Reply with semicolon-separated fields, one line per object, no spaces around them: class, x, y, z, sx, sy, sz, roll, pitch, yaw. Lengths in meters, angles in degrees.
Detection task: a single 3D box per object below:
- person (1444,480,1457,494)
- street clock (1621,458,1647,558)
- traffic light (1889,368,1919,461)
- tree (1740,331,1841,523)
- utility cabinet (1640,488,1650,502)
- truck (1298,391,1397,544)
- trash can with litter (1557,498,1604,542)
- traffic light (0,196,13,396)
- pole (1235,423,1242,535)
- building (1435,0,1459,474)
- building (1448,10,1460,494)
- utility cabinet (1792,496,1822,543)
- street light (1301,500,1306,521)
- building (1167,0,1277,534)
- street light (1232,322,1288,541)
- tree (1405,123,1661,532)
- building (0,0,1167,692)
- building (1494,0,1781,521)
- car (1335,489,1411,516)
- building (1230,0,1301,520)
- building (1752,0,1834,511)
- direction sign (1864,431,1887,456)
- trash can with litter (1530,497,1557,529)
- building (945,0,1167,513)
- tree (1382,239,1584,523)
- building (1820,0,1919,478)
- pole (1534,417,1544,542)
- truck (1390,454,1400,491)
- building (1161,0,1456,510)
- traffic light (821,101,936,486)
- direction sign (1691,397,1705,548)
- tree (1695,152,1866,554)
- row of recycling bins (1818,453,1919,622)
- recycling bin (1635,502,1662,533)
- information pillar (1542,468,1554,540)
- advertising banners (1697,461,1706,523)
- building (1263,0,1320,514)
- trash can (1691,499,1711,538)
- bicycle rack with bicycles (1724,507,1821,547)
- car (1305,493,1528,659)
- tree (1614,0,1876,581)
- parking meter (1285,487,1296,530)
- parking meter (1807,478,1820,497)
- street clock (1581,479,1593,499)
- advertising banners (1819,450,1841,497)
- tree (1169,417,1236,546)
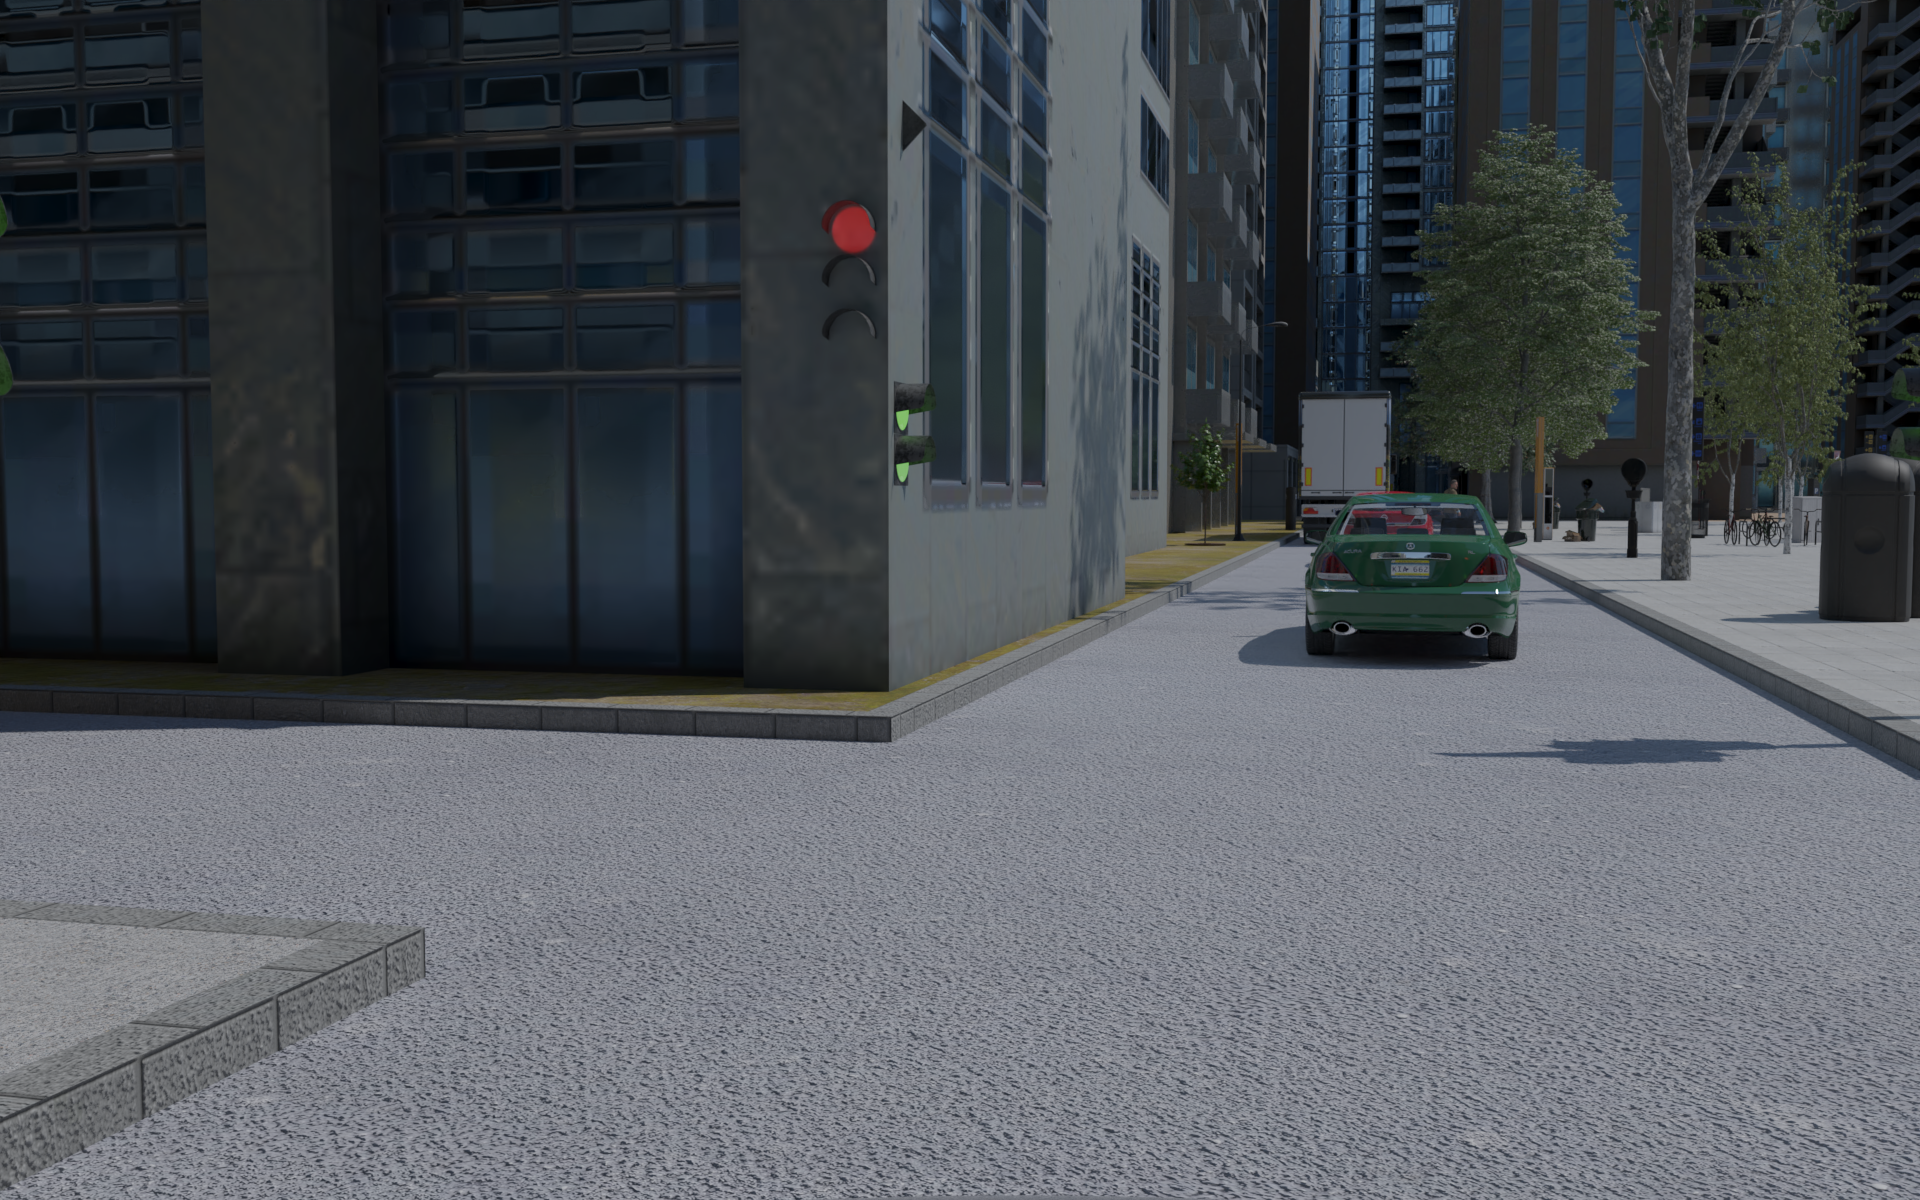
person;13.994;-2.504;49.346;0.656;1.842;0.836;3;4;38
street clock;13.523;-1.848;34.784;0.471;2.002;0.358;2;4;29
traffic light;5.822;-1.282;9.885;0.839;4.253;0.868;1;4;14
tree;36.847;-7.770;77.399;4.360;8.622;3.978;0;3;0
utility cabinet;24.383;-3.239;61.634;0.318;1.500;1.173;1;4;20
truck;11.824;-3.901;52.690;2.839;4.237;11.283;1;4;14
trash can with litter;16.739;-2.152;46.566;1.055;1.170;0.624;-2;4;-31
traffic light;-2.507;-0.903;3.685;0.839;4.253;0.868;1;4;14
pole;8.036;-3.433;49.979;0.158;3.312;0.155;0;3;0
building;50.859;-31.727;138.349;23.786;49.044;30.456;1;4;14
building;36.770;-20.327;104.050;14.160;30.474;14.107;1;4;14
utility cabinet;22.304;-2.100;45.492;1.020;1.237;0.306;-2;4;-30
street light;16.706;-6.635;81.020;1.470;5.913;1.316;1;4;14
building;-0.380;-27.268;65.437;23.786;49.044;30.456;1;4;14
street light;8.147;-4.555;47.018;1.470;5.913;1.316;1;4;14
tree;17.685;-8.289;53.659;7.486;12.596;7.792;0;3;0
building;-7.609;-43.645;26.262;22.319;86.520;31.000;1;4;14
building;33.303;-26.898;89.899;14.600;45.320;14.200;1;4;14
car;8.752;-1.617;35.470;2.155;1.783;4.494;1;4;15
building;8.703;-40.225;95.933;20.563;71.187;20.611;1;4;14
building;81.966;-33.432;166.227;30.456;49.044;23.786;1;4;14
direction sign;33.111;-4.325;62.712;0.876;3.537;0.379;0;4;-8
trash can with litter;21.323;-3.163;63.104;1.055;1.170;0.624;1;4;23
building;16.689;-51.179;149.441;31.000;86.520;22.319;1;4;14
tree;22.962;-9.687;75.391;9.611;12.733;9.660;0;3;0
building;79.250;-29.929;139.455;14.200;45.320;14.600;1;4;14
pole;15.358;-3.186;45.941;0.158;3.312;0.155;0;3;0
truck;30.738;-8.439;126.891;2.839;4.237;11.283;1;4;15
building;37.777;-52.751;175.152;31.000;86.520;22.319;1;4;14
traffic light;-0.603;-1.377;11.440;0.839;4.253;0.868;1;4;14
direction sign;17.074;-2.985;40.799;0.379;3.537;0.876;-3;4;-38
tree;17.510;-5.279;36.678;4.737;8.622;4.395;0;3;0
row of recycling bins;10.229;-0.701;18.581;1.069;1.692;3.534;3;5;45
recycling bin;22.806;-2.748;57.482;0.722;1.027;0.722;-3;5;-43
information pillar;16.300;-2.674;48.205;0.304;2.012;0.304;-1;4;-12
advertising banners;27.125;-4.112;63.427;0.090;3.025;2.074;1;4;16
building;15.993;-28.301;112.826;14.600;45.320;14.200;1;4;14
trash can;21.388;-2.361;50.260;0.748;1.137;0.748;0;3;0
bicycle rack with bicycles;20.275;-1.810;42.982;2.852;0.926;2.925;1;4;20
car;4.346;-0.294;16.600;2.131;1.459;4.920;1;4;15
tree;11.638;-10.287;24.087;12.611;20.169;13.585;0;3;0
parking meter;11.771;-3.254;61.611;0.372;1.533;0.369;0;3;0
parking meter;31.791;-3.598;64.535;0.399;1.863;0.255;-2;4;-27
street clock;29.303;-4.673;80.969;0.471;2.002;0.358;0;4;4
advertising banners;34.532;-4.455;69.034;2.074;3.025;0.090;-2;4;-35
tree;6.231;-2.974;43.228;1.663;3.219;1.824;0;3;0
